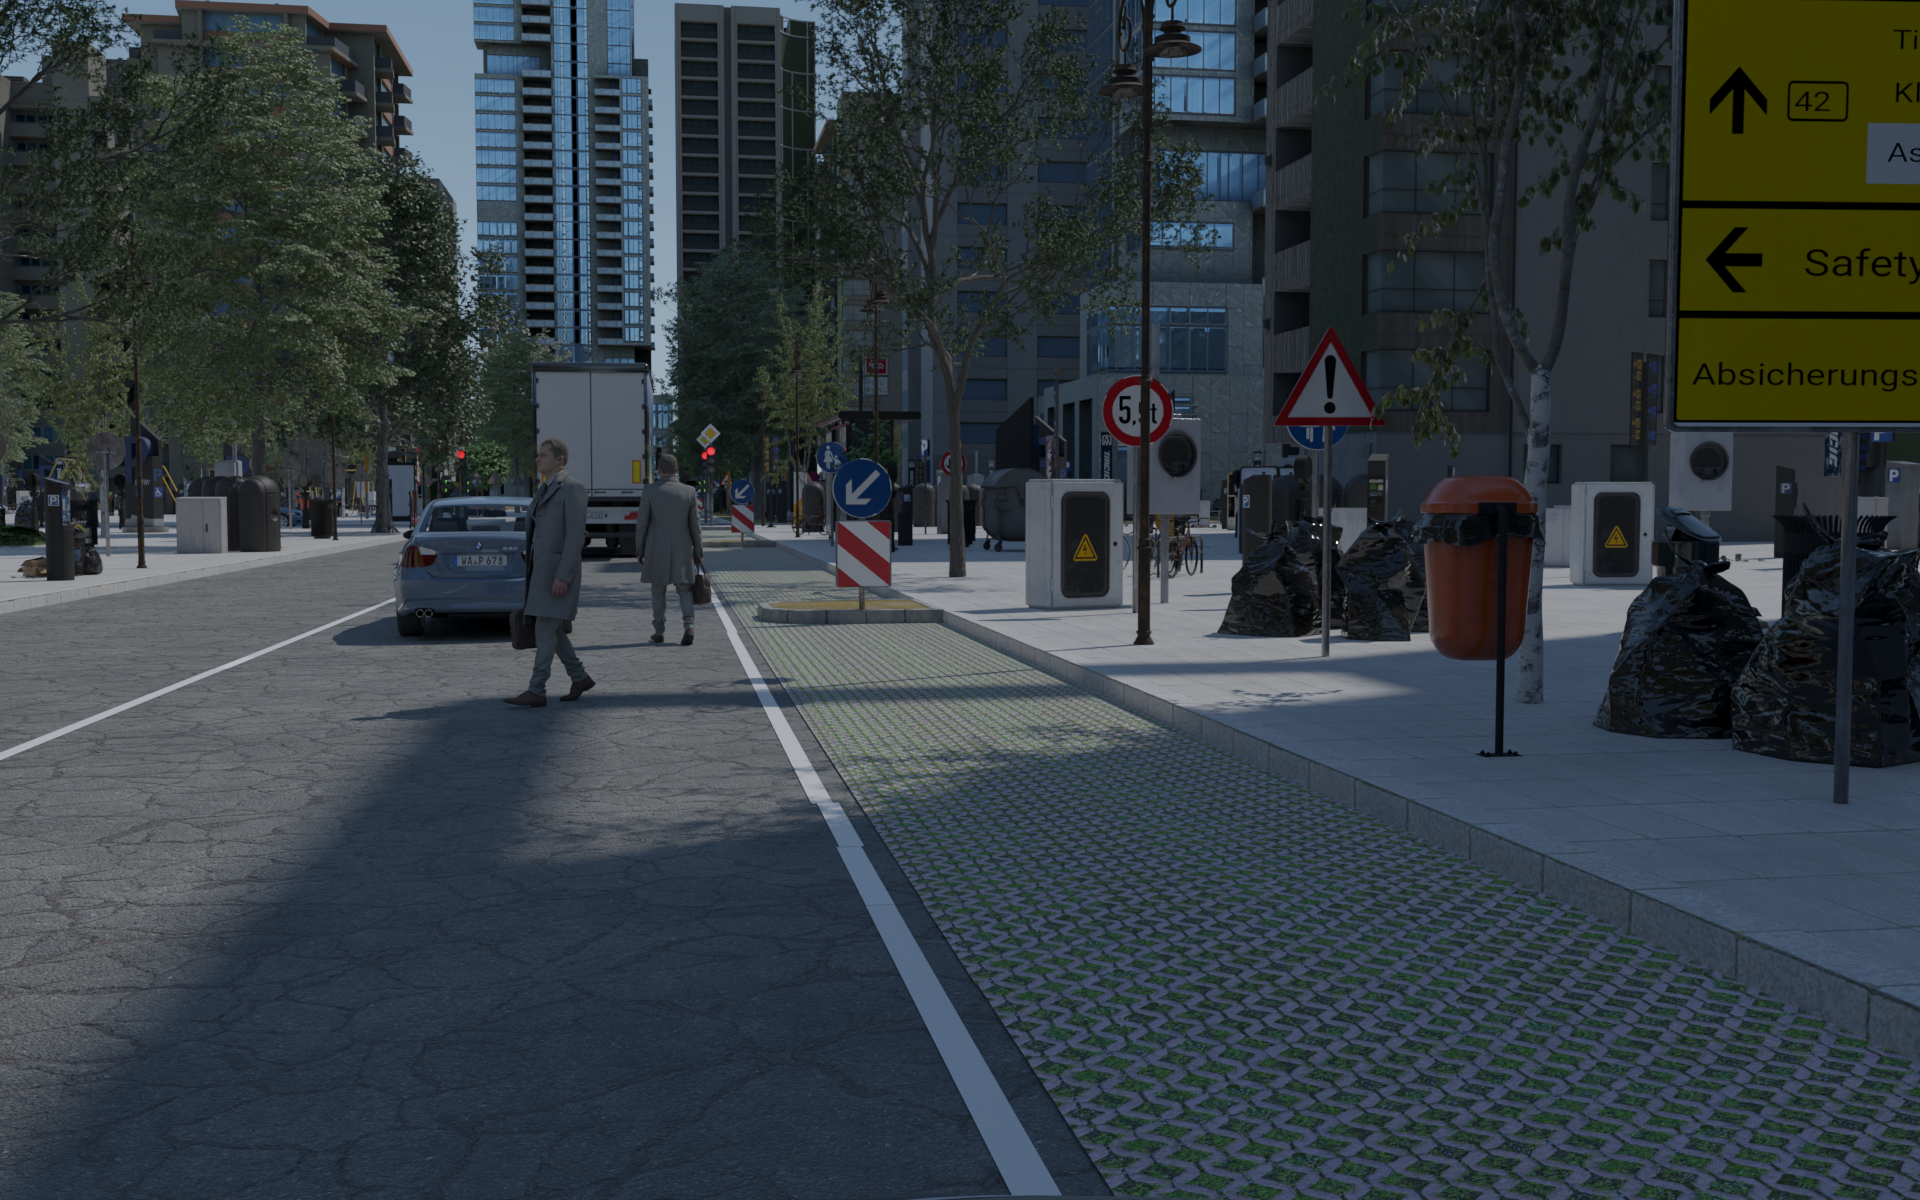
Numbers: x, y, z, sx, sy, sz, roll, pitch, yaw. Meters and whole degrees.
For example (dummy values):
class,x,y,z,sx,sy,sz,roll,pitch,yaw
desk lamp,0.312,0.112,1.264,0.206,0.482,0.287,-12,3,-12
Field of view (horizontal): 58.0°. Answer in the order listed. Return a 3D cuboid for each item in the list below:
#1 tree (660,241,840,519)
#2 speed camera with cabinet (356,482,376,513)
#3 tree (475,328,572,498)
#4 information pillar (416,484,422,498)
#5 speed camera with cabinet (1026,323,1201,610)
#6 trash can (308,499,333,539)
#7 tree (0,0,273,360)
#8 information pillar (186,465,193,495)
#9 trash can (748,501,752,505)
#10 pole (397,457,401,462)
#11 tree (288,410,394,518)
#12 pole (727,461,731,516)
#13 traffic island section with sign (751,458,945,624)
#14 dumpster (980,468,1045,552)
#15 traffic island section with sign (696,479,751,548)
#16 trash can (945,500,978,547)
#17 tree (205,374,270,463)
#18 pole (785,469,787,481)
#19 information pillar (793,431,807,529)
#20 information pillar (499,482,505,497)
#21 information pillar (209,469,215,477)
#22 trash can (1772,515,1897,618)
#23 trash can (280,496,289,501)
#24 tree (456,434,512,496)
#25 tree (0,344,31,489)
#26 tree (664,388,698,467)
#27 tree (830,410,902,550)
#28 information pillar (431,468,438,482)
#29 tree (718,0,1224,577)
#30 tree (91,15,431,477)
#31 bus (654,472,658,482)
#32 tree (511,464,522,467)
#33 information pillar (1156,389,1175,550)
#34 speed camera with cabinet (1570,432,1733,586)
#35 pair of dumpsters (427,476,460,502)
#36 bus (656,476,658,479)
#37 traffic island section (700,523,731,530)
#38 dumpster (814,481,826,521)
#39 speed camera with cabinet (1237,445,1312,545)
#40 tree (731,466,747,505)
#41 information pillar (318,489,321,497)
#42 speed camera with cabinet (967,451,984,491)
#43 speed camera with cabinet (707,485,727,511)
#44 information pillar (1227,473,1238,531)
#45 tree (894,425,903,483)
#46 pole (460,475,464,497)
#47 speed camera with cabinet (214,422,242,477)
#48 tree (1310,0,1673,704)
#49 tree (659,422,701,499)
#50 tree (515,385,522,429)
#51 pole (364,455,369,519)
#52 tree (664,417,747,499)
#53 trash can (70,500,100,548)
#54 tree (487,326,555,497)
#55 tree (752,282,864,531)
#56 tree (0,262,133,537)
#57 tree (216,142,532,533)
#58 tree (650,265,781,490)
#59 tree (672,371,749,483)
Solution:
class,x,y,z,sx,sy,sz,roll,pitch,yaw
tree,-10.228,-11.043,87.204,9.857,13.997,8.962,0,3,0
speed camera with cabinet,-39.598,-7.441,116.003,0.660,3.252,2.038,1,4,14
tree,-33.391,-13.803,132.338,9.857,13.997,8.962,0,3,0
information pillar,-35.318,-6.642,113.083,0.304,2.012,0.304,-2,4,-34
speed camera with cabinet,1.758,-1.552,19.710,2.038,3.252,0.660,-2,4,-29
trash can,-18.316,-2.328,49.710,0.748,1.137,0.748,0,3,0
tree,-13.621,-5.402,22.738,7.601,10.594,8.767,1,4,12
information pillar,-60.933,-8.907,136.989,0.504,3.616,0.183,-1,4,-19
trash can,-10.609,-4.747,89.272,0.748,1.137,0.748,0,3,0
pole,-28.160,-5.701,87.061,0.158,3.312,0.155,0,3,0
tree,-32.899,-8.673,92.171,4.737,8.622,4.395,0,3,0
pole,-13.581,-6.605,101.834,0.158,3.312,0.155,0,3,0
traffic island section with sign,-1.313,-0.690,19.902,1.989,1.847,2.006,-1,4,-10
dumpster,1.235,-2.036,39.050,1.264,1.857,1.865,-1,4,-10
traffic island section with sign,-6.044,-2.345,46.965,1.989,1.847,2.006,-1,4,-10
trash can,-0.001,-1.848,41.867,0.748,1.137,0.748,0,3,0
tree,-42.439,-9.272,101.959,4.360,8.622,3.978,0,3,0
pole,-10.239,-6.614,101.987,0.158,3.312,0.155,0,3,0
information pillar,-5.967,-4.474,64.507,0.504,3.616,0.183,-1,4,-16
information pillar,-27.899,-6.179,105.518,0.304,2.012,0.304,-2,4,-24
information pillar,-21.551,-2.800,50.276,0.304,2.012,0.304,2,4,33
trash can,5.849,0.001,11.630,0.748,1.137,0.748,0,3,0
trash can,-45.132,-6.362,115.664,0.748,1.137,0.748,0,3,0
tree,-26.140,-6.808,95.022,4.285,4.588,4.351,0,3,0
tree,-44.216,-7.848,78.682,4.360,8.622,3.978,0,3,0
tree,-24.652,-14.769,167.232,9.928,11.665,9.643,0,3,0
tree,-1.912,-2.765,39.806,1.663,3.219,1.824,0,3,0
information pillar,-37.271,-8.054,123.035,0.504,3.616,0.183,-1,4,-10
tree,0.113,-5.649,26.776,8.767,10.594,7.601,1,4,21
tree,-16.685,-7.548,41.533,7.486,12.596,7.792,0,3,0
bus,-29.079,-10.181,158.004,2.896,3.916,12.252,-1,4,-8
tree,-34.856,-12.784,143.425,7.601,10.594,8.767,1,4,10
information pillar,4.587,-2.890,38.611,0.504,3.616,0.183,-2,4,-34
speed camera with cabinet,9.678,-1.829,24.240,2.038,3.252,0.660,0,4,1
pair of dumpsters,-26.499,-5.314,89.376,1.574,2.255,4.437,-1,4,-10
bus,-31.442,-10.965,174.136,2.948,3.499,13.247,-1,4,-9
traffic island section,-11.272,-3.346,76.989,2.009,0.180,2.903,-1,4,-10
dumpster,-6.397,-4.413,77.908,1.264,1.857,1.865,-1,4,-10
speed camera with cabinet,7.660,-2.922,42.107,0.660,3.252,2.038,-2,4,-35
tree,-14.092,-7.006,109.148,1.663,3.219,1.824,0,3,0
information pillar,-52.694,-8.457,142.766,0.304,2.012,0.304,1,4,15
speed camera with cabinet,1.390,-5.237,79.956,2.038,3.252,0.660,-1,4,-12
speed camera with cabinet,-18.031,-8.336,130.629,2.038,3.252,0.660,-1,4,-19
information pillar,9.564,-3.452,60.935,0.304,2.012,0.304,1,4,12
tree,-5.939,-12.329,151.937,4.737,8.622,4.395,0,3,0
pole,-21.841,-5.019,75.909,0.158,3.312,0.155,0,3,0
speed camera with cabinet,-20.266,-3.309,48.438,0.660,3.252,2.038,0,4,-7
tree,3.694,-3.681,10.555,4.360,8.622,3.978,0,3,0
tree,-32.780,-18.817,218.029,12.009,13.543,11.850,0,3,0
tree,-36.679,-15.018,155.914,12.009,13.543,11.850,0,3,0
pole,-30.647,-5.845,89.413,0.158,3.312,0.155,0,3,0
tree,-27.727,-16.537,187.380,9.611,12.733,9.660,0,3,0
trash can,-21.031,-1.829,41.551,0.748,1.137,0.748,0,3,0
tree,-30.216,-12.167,117.058,7.486,12.596,7.792,0,3,0
tree,-5.348,-6.680,59.580,4.737,8.622,4.395,0,3,0
tree,-25.972,-6.202,51.769,4.737,8.622,4.395,0,3,0
tree,-18.961,-8.538,56.610,9.611,12.733,9.660,0,3,0
tree,-19.481,-17.477,141.633,12.611,20.169,13.585,0,3,0
tree,-22.571,-14.665,157.895,7.486,12.596,7.792,0,3,0
